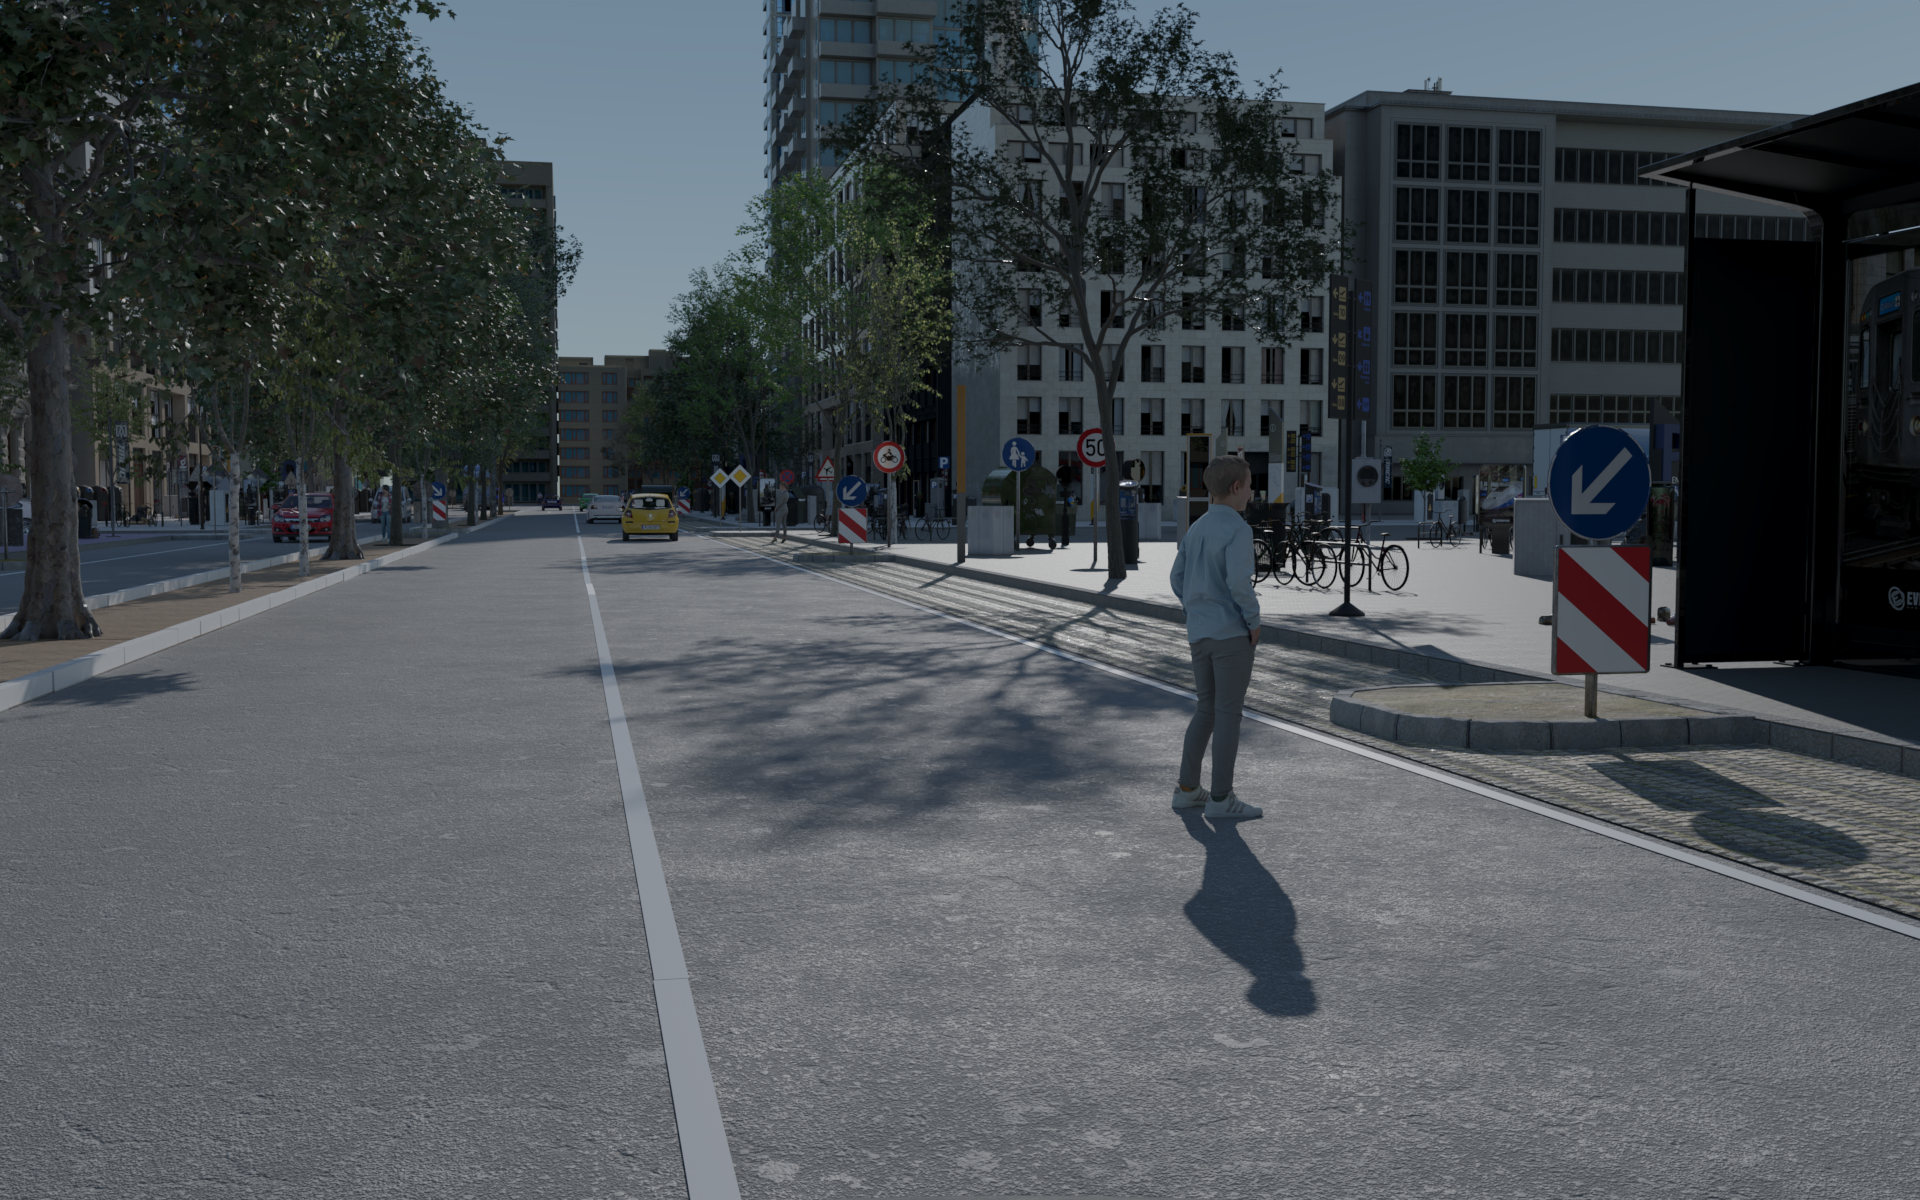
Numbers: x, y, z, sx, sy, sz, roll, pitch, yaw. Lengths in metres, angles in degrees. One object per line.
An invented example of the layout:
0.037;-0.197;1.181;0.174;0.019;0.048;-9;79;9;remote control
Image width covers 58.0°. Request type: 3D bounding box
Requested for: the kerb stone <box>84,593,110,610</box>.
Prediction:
-10.796;0.040;21.537;0.120;0.150;1.000;-1;4;-13;kerb stone

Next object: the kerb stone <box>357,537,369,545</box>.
-17.094;-1.672;49.530;0.120;0.150;1.000;-1;4;-13;kerb stone

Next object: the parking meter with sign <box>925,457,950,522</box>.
-1.079;-5.142;80.333;0.543;3.016;1.738;2;4;25;parking meter with sign

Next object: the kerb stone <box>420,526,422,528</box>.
-21.259;-2.805;68.073;0.120;0.150;1.000;-1;4;-13;kerb stone

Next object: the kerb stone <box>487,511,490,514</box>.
-34.982;-6.540;129.122;0.120;0.150;1.000;-1;4;-13;kerb stone

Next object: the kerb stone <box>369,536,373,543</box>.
-17.316;-1.734;50.538;0.120;0.150;1.000;-1;4;-13;kerb stone

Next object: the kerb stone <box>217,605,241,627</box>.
-8.073;0.195;19.009;0.120;0.150;1.000;-1;4;-13;kerb stone

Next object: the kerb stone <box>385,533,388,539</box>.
-18.216;-1.978;54.536;0.120;0.150;1.000;-1;4;-13;kerb stone

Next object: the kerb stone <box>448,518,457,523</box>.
-25.533;-3.970;87.108;0.120;0.150;1.000;-1;4;-13;kerb stone

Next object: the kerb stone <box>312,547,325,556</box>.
-15.063;-1.121;40.541;0.120;0.150;1.000;-1;4;-13;kerb stone

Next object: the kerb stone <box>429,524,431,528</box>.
-21.930;-2.987;71.086;0.120;0.150;1.000;-1;4;-13;kerb stone

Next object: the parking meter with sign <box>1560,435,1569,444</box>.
18.317;-3.376;51.451;0.543;3.016;1.738;2;4;34;parking meter with sign

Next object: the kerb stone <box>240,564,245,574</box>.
-12.812;-0.511;30.542;0.120;0.150;1.000;-1;4;-13;kerb stone

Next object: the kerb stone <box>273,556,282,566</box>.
-13.718;-0.750;34.543;0.120;0.150;1.000;-1;4;-13;kerb stone

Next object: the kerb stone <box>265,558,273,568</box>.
-13.505;-0.694;33.543;0.120;0.150;1.000;-1;4;-13;kerb stone

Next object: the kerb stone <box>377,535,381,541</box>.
-17.762;-1.856;52.543;0.120;0.150;1.000;-1;4;-13;kerb stone

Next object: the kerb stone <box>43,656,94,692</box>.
-6.722;0.562;13.007;0.120;0.150;1.000;-1;4;-13;kerb stone

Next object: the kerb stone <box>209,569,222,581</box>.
-12.370;-0.388;28.547;0.120;0.150;1.000;-1;4;-13;kerb stone

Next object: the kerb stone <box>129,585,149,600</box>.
-11.248;-0.080;23.535;0.120;0.150;1.000;-1;4;-13;kerb stone

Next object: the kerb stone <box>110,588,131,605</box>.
-11.014;-0.015;22.536;0.120;0.150;1.000;-1;4;-13;kerb stone

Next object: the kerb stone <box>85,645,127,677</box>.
-6.950;0.502;14.004;0.120;0.150;1.000;-1;4;-13;kerb stone

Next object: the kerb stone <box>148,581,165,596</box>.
-11.475;-0.138;24.535;0.120;0.150;1.000;-1;4;-13;kerb stone

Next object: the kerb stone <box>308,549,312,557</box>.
-14.622;-0.999;38.545;0.120;0.150;1.000;-1;4;-13;kerb stone

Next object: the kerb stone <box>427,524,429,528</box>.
-21.707;-2.929;70.082;0.120;0.150;1.000;-1;4;-13;kerb stone

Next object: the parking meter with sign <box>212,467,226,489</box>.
-47.948;-7.066;111.795;0.543;3.016;1.738;0;4;6;parking meter with sign

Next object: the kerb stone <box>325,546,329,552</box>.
-15.286;-1.183;41.538;0.120;0.150;1.000;-1;4;-13;kerb stone

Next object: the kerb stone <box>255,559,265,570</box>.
-13.267;-0.633;32.548;0.120;0.150;1.000;-1;4;-13;kerb stone

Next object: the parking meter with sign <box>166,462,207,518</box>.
-41.979;-5.969;93.850;1.738;3.016;0.543;-3;5;-45;parking meter with sign

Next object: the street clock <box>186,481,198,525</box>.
-31.899;-4.122;71.963;0.471;2.002;0.358;-1;4;-17;street clock

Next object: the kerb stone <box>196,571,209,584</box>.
-12.149;-0.326;27.549;0.120;0.150;1.000;-1;4;-13;kerb stone

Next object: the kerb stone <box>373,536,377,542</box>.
-17.537;-1.795;51.536;0.120;0.150;1.000;-1;4;-13;kerb stone

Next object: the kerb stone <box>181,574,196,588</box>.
-11.915;-0.265;26.536;0.120;0.150;1.000;-1;4;-13;kerb stone

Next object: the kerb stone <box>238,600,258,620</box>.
-8.294;0.134;20.007;0.120;0.150;1.000;-1;4;-13;kerb stone

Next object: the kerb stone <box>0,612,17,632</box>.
-10.123;0.226;18.538;0.120;0.150;1.000;-1;4;-13;kerb stone

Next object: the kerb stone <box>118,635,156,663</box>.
-7.176;0.441;15.008;0.120;0.150;1.000;-1;4;-13;kerb stone

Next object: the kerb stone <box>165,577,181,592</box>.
-11.694;-0.204;25.538;0.120;0.150;1.000;-1;4;-13;kerb stone

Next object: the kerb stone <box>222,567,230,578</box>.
-12.595;-0.447;29.544;0.120;0.150;1.000;-1;4;-13;kerb stone

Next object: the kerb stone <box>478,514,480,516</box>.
-32.061;-5.742;116.115;0.120;0.150;1.000;-1;4;-13;kerb stone

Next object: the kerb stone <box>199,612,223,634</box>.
-7.852;0.256;18.012;0.120;0.150;1.000;-1;4;-13;kerb stone

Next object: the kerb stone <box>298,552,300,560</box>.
-14.396;-0.939;37.548;0.120;0.150;1.000;-1;4;-13;kerb stone

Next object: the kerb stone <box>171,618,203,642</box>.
-7.632;0.317;17.010;0.120;0.150;1.000;-1;4;-13;kerb stone

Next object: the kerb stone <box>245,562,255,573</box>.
-13.048;-0.572;31.550;0.120;0.150;1.000;-1;4;-13;kerb stone

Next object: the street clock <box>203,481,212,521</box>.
-36.187;-4.814;83.283;0.358;2.002;0.471;3;4;36;street clock

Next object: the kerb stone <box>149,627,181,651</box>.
-7.404;0.384;16.007;0.120;0.150;1.000;-1;4;-13;kerb stone

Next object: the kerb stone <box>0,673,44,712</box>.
-6.505;0.626;12.009;0.120;0.150;1.000;-1;4;-13;kerb stone

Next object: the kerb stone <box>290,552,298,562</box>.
-14.161;-0.875;36.541;0.120;0.150;1.000;-1;4;-13;kerb stone

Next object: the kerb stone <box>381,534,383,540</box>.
-17.988;-1.916;53.539;0.120;0.150;1.000;-1;4;-13;kerb stone

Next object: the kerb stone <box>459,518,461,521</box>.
-26.213;-4.154;90.112;0.120;0.150;1.000;-1;4;-13;kerb stone

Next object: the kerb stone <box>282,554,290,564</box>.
-13.946;-0.816;35.539;0.120;0.150;1.000;-1;4;-13;kerb stone

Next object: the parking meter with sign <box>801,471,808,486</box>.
-11.953;-8.311;132.143;0.543;3.016;1.738;0;4;1;parking meter with sign

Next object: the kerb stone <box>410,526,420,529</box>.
-20.812;-2.684;66.078;0.120;0.150;1.000;-1;4;-13;kerb stone
